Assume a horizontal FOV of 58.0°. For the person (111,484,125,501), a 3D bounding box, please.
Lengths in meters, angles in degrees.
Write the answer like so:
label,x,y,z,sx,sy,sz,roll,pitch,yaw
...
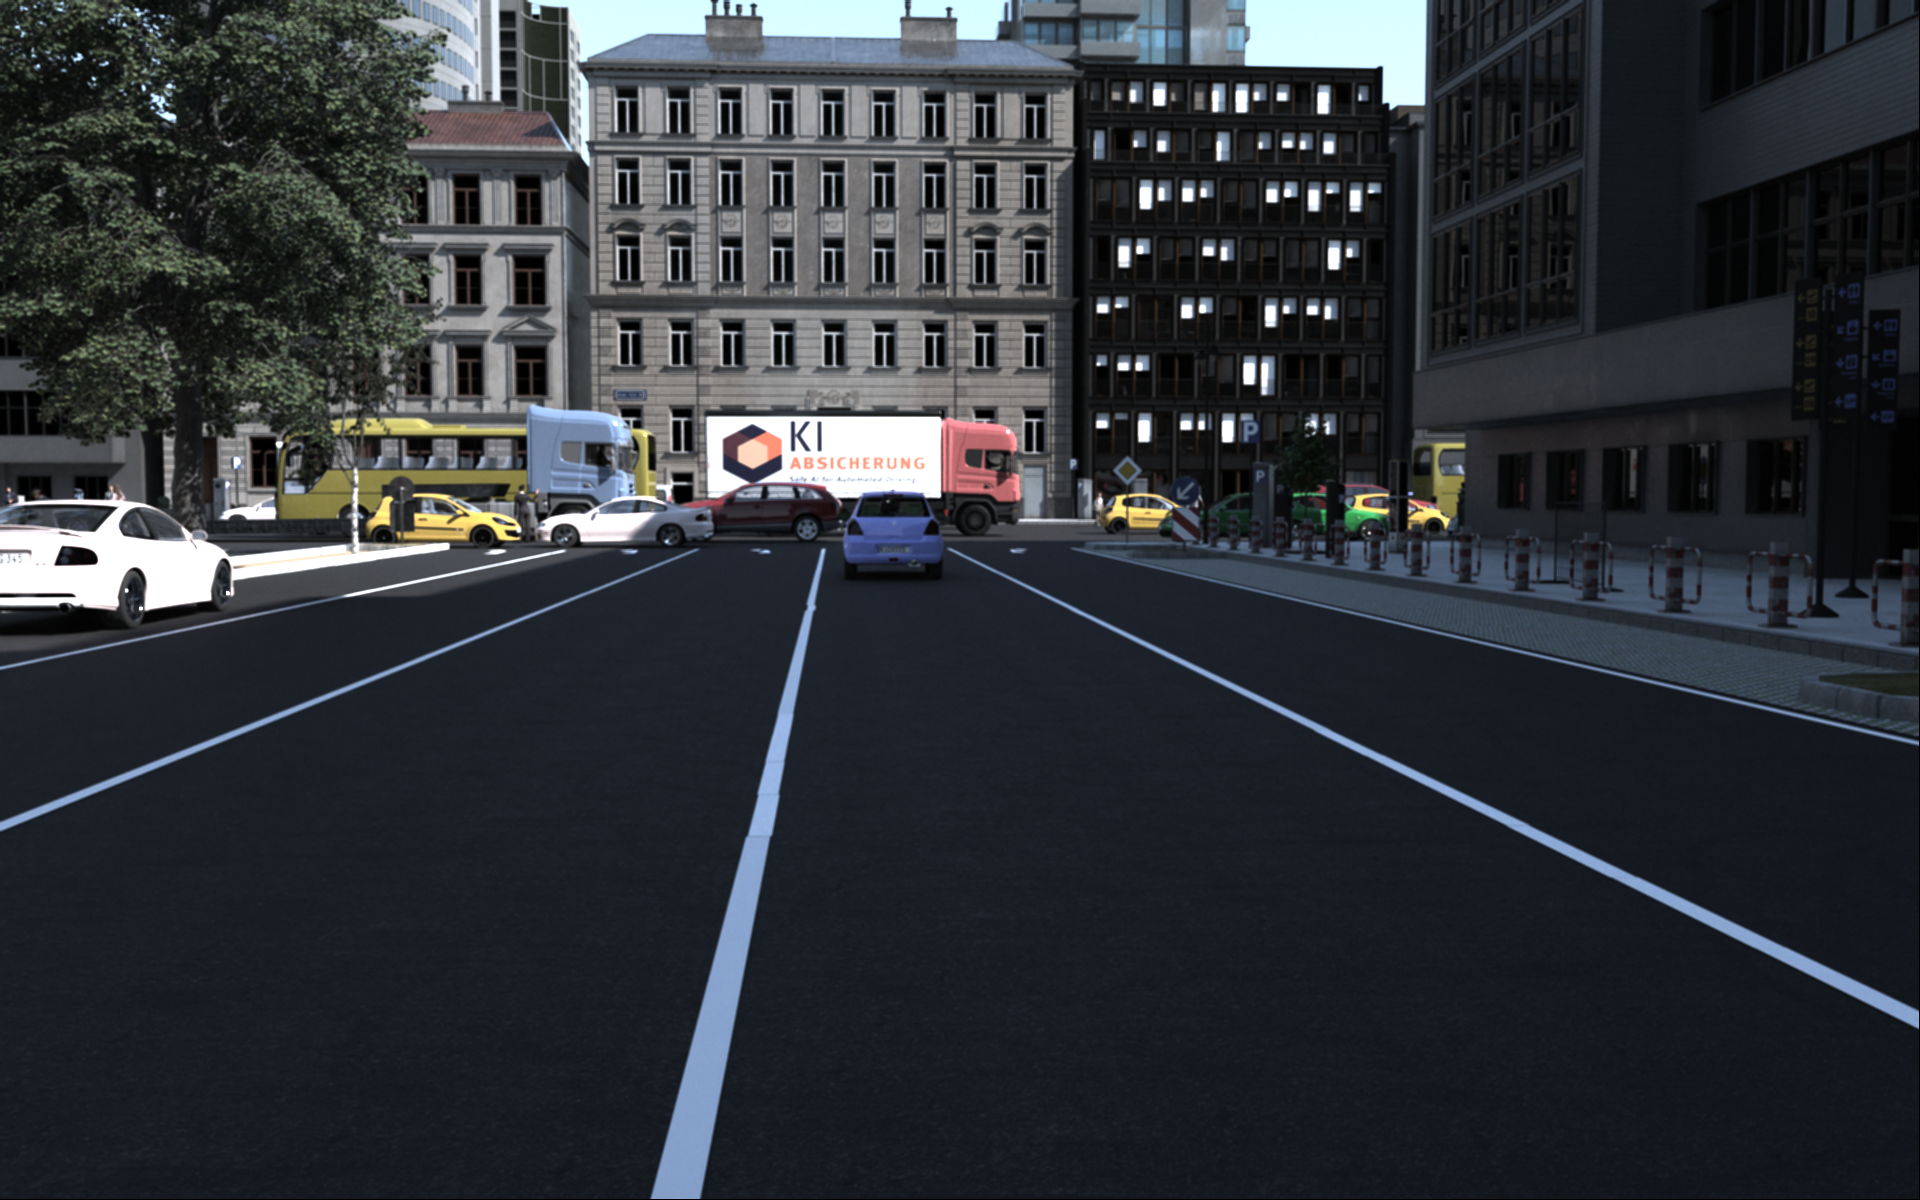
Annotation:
label,x,y,z,sx,sy,sz,roll,pitch,yaw
person,-27.762,-2.924,56.896,0.643,1.750,0.593,-1,4,-12

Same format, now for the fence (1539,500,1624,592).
label,x,y,z,sx,sy,sz,roll,pitch,yaw
fence,8.508,-0.771,23.806,0.480,1.192,2.264,0,4,2

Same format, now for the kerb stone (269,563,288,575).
label,x,y,z,sx,sy,sz,roll,pitch,yaw
kerb stone,-12.348,-0.546,31.121,0.120,0.150,1.000,0,4,-4

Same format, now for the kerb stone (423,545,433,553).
label,x,y,z,sx,sy,sz,roll,pitch,yaw
kerb stone,-13.151,-1.238,42.445,0.120,0.150,1.000,0,4,-4

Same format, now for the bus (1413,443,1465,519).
label,x,y,z,sx,sy,sz,roll,pitch,yaw
bus,25.693,-5.034,73.844,12.252,3.916,2.896,0,4,-3

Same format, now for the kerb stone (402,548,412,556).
label,x,y,z,sx,sy,sz,roll,pitch,yaw
kerb stone,-13.014,-1.113,40.391,0.120,0.150,1.000,0,4,-4

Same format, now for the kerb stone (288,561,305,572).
label,x,y,z,sx,sy,sz,roll,pitch,yaw
kerb stone,-12.420,-0.607,32.146,0.120,0.150,1.000,0,4,-4

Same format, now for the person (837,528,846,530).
label,x,y,z,sx,sy,sz,roll,pitch,yaw
person,-4.783,-3.626,68.790,0.512,1.701,0.522,-1,4,-17

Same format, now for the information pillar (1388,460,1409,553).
label,x,y,z,sx,sy,sz,roll,pitch,yaw
information pillar,9.497,-2.019,37.501,0.304,2.012,0.304,-2,4,-26

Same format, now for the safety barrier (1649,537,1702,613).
label,x,y,z,sx,sy,sz,roll,pitch,yaw
safety barrier,7.717,-0.271,18.703,0.300,0.817,1.120,0,4,-4

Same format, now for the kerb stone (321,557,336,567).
label,x,y,z,sx,sy,sz,roll,pitch,yaw
kerb stone,-12.573,-0.734,34.197,0.120,0.150,1.000,0,4,-4

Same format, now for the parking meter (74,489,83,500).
label,x,y,z,sx,sy,sz,roll,pitch,yaw
parking meter,-40.862,-4.400,80.346,0.372,1.533,0.369,0,3,0

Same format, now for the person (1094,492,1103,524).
label,x,y,z,sx,sy,sz,roll,pitch,yaw
person,6.321,-4.102,78.160,0.523,1.515,0.503,2,4,29

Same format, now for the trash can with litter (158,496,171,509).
label,x,y,z,sx,sy,sz,roll,pitch,yaw
trash can with litter,-37.411,-4.294,81.600,0.624,1.170,1.055,-2,4,-35

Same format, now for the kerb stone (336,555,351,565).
label,x,y,z,sx,sy,sz,roll,pitch,yaw
kerb stone,-12.637,-0.793,35.230,0.120,0.150,1.000,0,4,-4

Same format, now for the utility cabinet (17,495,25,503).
label,x,y,z,sx,sy,sz,roll,pitch,yaw
utility cabinet,-44.588,-4.351,82.294,0.306,1.237,1.020,-2,4,-29

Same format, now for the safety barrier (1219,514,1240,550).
label,x,y,z,sx,sy,sz,roll,pitch,yaw
safety barrier,6.234,-1.540,39.457,0.300,0.817,1.120,0,4,-4

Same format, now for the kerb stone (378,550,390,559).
label,x,y,z,sx,sy,sz,roll,pitch,yaw
kerb stone,-12.872,-0.987,38.328,0.120,0.150,1.000,0,4,-4

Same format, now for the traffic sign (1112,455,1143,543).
label,x,y,z,sx,sy,sz,roll,pitch,yaw
traffic sign,4.339,-2.526,44.943,0.795,2.450,0.064,0,4,-4

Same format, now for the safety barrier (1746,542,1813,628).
label,x,y,z,sx,sy,sz,roll,pitch,yaw
safety barrier,7.862,-0.144,16.632,0.300,0.817,1.120,0,4,-4

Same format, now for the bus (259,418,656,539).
label,x,y,z,sx,sy,sz,roll,pitch,yaw
bus,-16.274,-3.995,56.867,12.252,3.916,2.896,0,4,-4

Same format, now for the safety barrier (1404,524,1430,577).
label,x,y,z,sx,sy,sz,roll,pitch,yaw
safety barrier,7.122,-0.779,27.012,0.300,0.817,1.120,0,4,-4

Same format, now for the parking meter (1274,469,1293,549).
label,x,y,z,sx,sy,sz,roll,pitch,yaw
parking meter,7.562,-2.129,40.517,0.399,1.863,0.255,3,5,42

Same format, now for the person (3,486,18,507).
label,x,y,z,sx,sy,sz,roll,pitch,yaw
person,-41.209,-4.054,75.235,0.683,1.767,0.568,-1,4,-21

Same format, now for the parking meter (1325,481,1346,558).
label,x,y,z,sx,sy,sz,roll,pitch,yaw
parking meter,7.525,-1.609,34.720,0.372,1.533,0.369,0,3,0

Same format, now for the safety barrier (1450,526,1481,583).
label,x,y,z,sx,sy,sz,roll,pitch,yaw
safety barrier,7.274,-0.652,24.928,0.300,0.817,1.120,0,4,-4

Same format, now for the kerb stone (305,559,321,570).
label,x,y,z,sx,sy,sz,roll,pitch,yaw
kerb stone,-12.495,-0.669,33.172,0.120,0.150,1.000,0,4,-4

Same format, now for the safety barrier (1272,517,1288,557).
label,x,y,z,sx,sy,sz,roll,pitch,yaw
safety barrier,6.529,-1.286,35.307,0.300,0.817,1.120,0,4,-4

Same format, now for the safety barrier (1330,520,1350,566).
label,x,y,z,sx,sy,sz,roll,pitch,yaw
safety barrier,6.827,-1.032,31.154,0.300,0.817,1.120,0,4,-4

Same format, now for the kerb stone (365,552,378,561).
label,x,y,z,sx,sy,sz,roll,pitch,yaw
kerb stone,-12.783,-0.923,37.292,0.120,0.150,1.000,0,4,-4

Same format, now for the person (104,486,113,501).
label,x,y,z,sx,sy,sz,roll,pitch,yaw
person,-37.752,-4.183,76.992,0.694,1.812,0.767,-2,4,-24

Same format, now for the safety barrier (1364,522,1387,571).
label,x,y,z,sx,sy,sz,roll,pitch,yaw
safety barrier,6.973,-0.906,29.083,0.300,0.817,1.120,0,4,-4

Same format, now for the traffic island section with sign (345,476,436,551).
label,x,y,z,sx,sy,sz,roll,pitch,yaw
traffic island section with sign,-14.315,-2.189,43.933,2.006,1.907,1.989,0,4,-4

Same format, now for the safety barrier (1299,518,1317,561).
label,x,y,z,sx,sy,sz,roll,pitch,yaw
safety barrier,6.679,-1.159,33.232,0.300,0.817,1.120,0,4,-4

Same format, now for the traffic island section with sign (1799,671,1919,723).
label,x,y,z,sx,sy,sz,roll,pitch,yaw
traffic island section with sign,6.763,-0.172,11.440,1.989,1.847,2.006,0,4,-4

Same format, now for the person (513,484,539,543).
label,x,y,z,sx,sy,sz,roll,pitch,yaw
person,-12.831,-2.564,51.216,0.445,1.727,0.742,3,5,41

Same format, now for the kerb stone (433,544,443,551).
label,x,y,z,sx,sy,sz,roll,pitch,yaw
kerb stone,-13.228,-1.297,43.480,0.120,0.150,1.000,0,4,-4

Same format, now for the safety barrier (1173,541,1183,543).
label,x,y,z,sx,sy,sz,roll,pitch,yaw
safety barrier,5.789,-1.922,45.694,0.300,0.817,1.120,0,4,-4

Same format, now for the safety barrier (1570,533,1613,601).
label,x,y,z,sx,sy,sz,roll,pitch,yaw
safety barrier,7.569,-0.398,20.782,0.300,0.817,1.120,0,4,-4

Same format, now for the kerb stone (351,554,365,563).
label,x,y,z,sx,sy,sz,roll,pitch,yaw
kerb stone,-12.711,-0.858,36.255,0.120,0.150,1.000,0,4,-4

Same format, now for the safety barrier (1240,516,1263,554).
label,x,y,z,sx,sy,sz,roll,pitch,yaw
safety barrier,6.383,-1.413,37.378,0.300,0.817,1.120,0,4,-4

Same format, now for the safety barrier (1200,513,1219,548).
label,x,y,z,sx,sy,sz,roll,pitch,yaw
safety barrier,6.083,-1.668,41.544,0.300,0.817,1.120,0,4,-4

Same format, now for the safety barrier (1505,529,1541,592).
label,x,y,z,sx,sy,sz,roll,pitch,yaw
safety barrier,7.421,-0.525,22.857,0.300,0.817,1.120,0,4,-4

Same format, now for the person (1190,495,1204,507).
label,x,y,z,sx,sy,sz,roll,pitch,yaw
person,10.829,-4.337,79.556,0.875,1.805,0.789,2,4,30

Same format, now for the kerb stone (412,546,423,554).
label,x,y,z,sx,sy,sz,roll,pitch,yaw
kerb stone,-13.077,-1.175,41.417,0.120,0.150,1.000,0,4,-4

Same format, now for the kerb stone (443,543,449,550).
label,x,y,z,sx,sy,sz,roll,pitch,yaw
kerb stone,-13.302,-1.365,44.508,0.120,0.150,1.000,0,4,-4

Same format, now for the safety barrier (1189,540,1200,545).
label,x,y,z,sx,sy,sz,roll,pitch,yaw
safety barrier,5.939,-1.795,43.616,0.300,0.817,1.120,0,4,-4

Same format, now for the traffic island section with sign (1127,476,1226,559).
label,x,y,z,sx,sy,sz,roll,pitch,yaw
traffic island section with sign,4.805,-1.853,38.927,1.989,1.847,2.006,0,4,-4

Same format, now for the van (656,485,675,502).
label,x,y,z,sx,sy,sz,roll,pitch,yaw
van,-14.992,-4.377,78.583,4.112,2.044,2.013,0,4,-4

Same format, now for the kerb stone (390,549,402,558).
label,x,y,z,sx,sy,sz,roll,pitch,yaw
kerb stone,-12.936,-1.050,39.358,0.120,0.150,1.000,0,4,-4

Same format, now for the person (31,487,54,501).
label,x,y,z,sx,sy,sz,roll,pitch,yaw
person,-15.465,-1.127,29.141,0.590,1.554,0.614,3,4,38

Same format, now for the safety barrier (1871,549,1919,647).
label,x,y,z,sx,sy,sz,roll,pitch,yaw
safety barrier,8.011,-0.017,14.557,0.300,0.817,1.120,0,4,-4

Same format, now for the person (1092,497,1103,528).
label,x,y,z,sx,sy,sz,roll,pitch,yaw
person,5.889,-3.744,73.985,0.475,1.303,0.640,-2,4,-27
